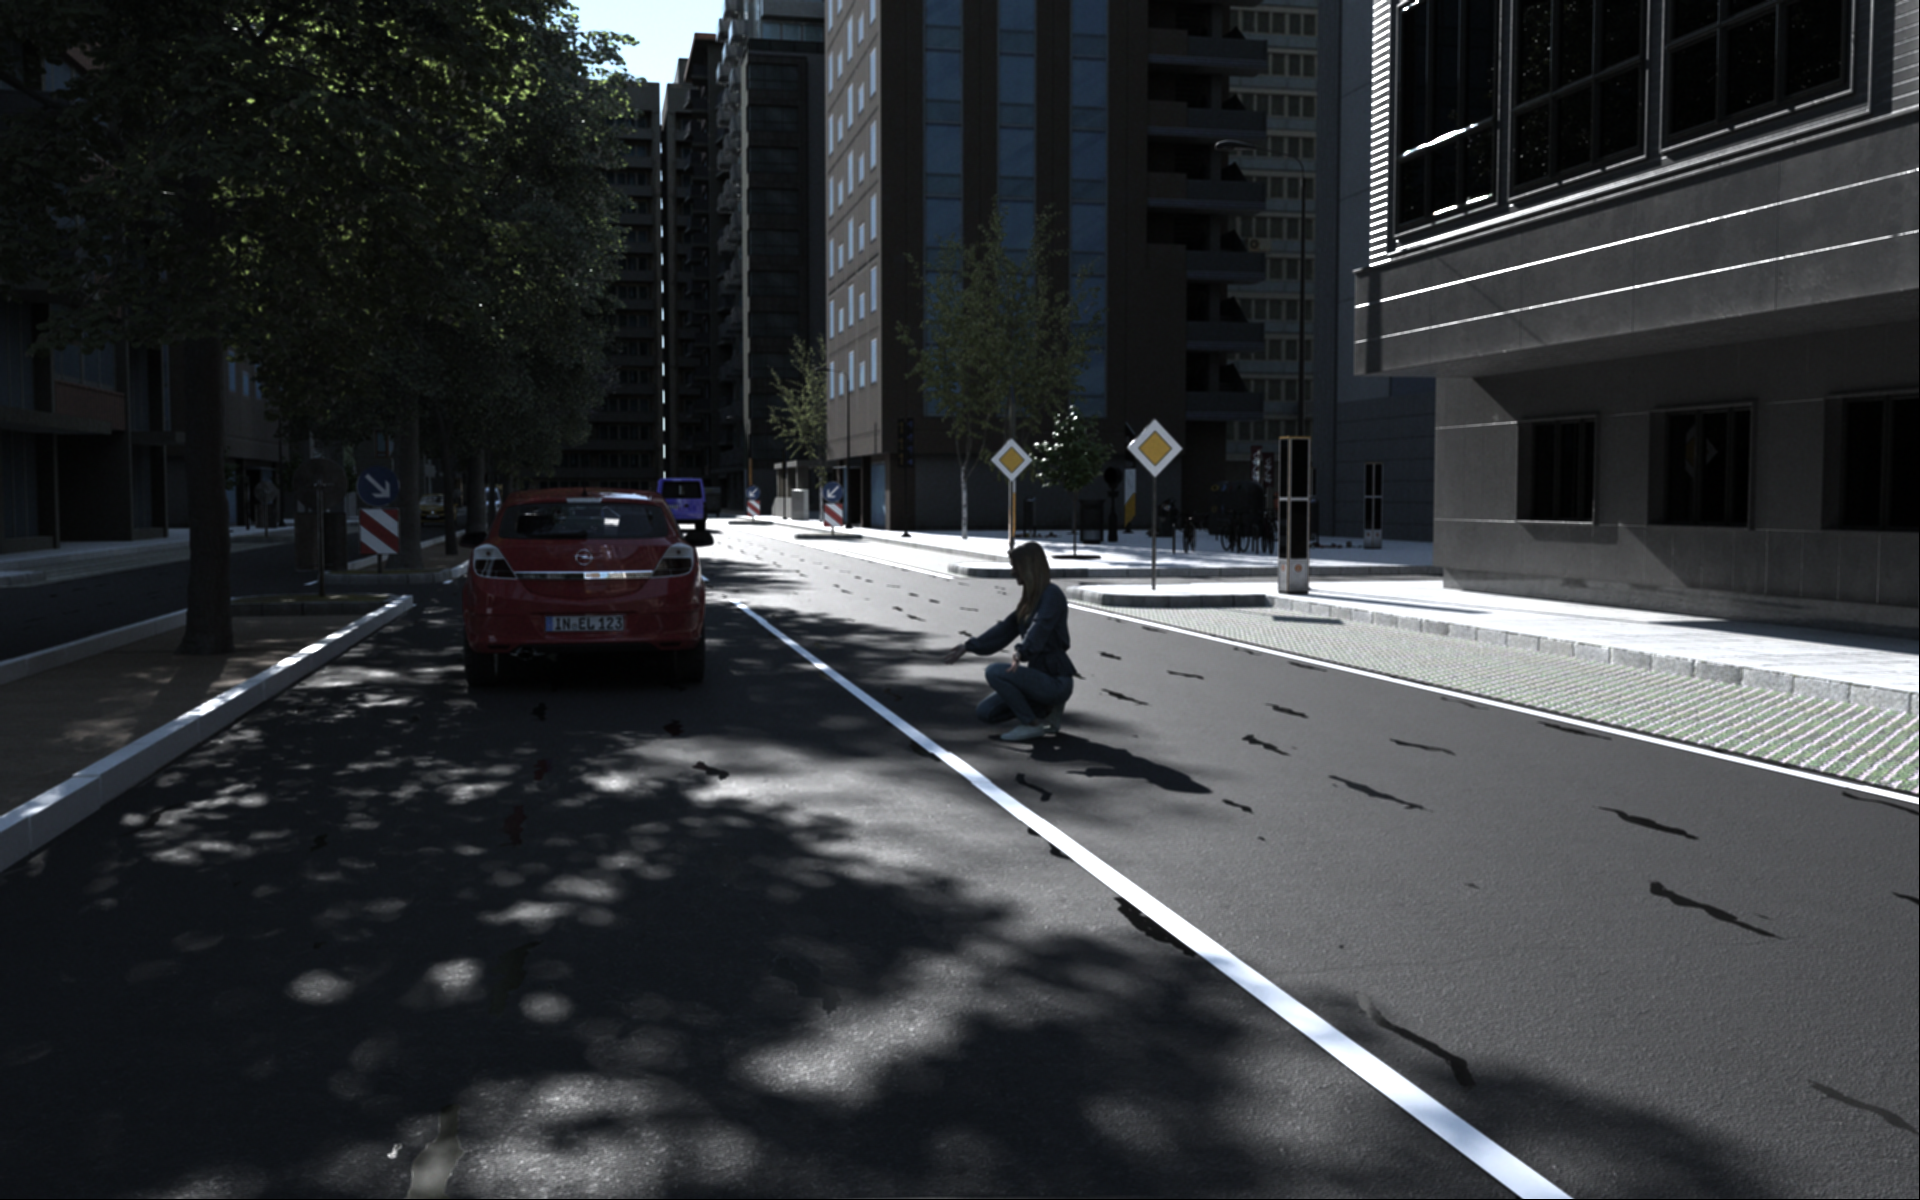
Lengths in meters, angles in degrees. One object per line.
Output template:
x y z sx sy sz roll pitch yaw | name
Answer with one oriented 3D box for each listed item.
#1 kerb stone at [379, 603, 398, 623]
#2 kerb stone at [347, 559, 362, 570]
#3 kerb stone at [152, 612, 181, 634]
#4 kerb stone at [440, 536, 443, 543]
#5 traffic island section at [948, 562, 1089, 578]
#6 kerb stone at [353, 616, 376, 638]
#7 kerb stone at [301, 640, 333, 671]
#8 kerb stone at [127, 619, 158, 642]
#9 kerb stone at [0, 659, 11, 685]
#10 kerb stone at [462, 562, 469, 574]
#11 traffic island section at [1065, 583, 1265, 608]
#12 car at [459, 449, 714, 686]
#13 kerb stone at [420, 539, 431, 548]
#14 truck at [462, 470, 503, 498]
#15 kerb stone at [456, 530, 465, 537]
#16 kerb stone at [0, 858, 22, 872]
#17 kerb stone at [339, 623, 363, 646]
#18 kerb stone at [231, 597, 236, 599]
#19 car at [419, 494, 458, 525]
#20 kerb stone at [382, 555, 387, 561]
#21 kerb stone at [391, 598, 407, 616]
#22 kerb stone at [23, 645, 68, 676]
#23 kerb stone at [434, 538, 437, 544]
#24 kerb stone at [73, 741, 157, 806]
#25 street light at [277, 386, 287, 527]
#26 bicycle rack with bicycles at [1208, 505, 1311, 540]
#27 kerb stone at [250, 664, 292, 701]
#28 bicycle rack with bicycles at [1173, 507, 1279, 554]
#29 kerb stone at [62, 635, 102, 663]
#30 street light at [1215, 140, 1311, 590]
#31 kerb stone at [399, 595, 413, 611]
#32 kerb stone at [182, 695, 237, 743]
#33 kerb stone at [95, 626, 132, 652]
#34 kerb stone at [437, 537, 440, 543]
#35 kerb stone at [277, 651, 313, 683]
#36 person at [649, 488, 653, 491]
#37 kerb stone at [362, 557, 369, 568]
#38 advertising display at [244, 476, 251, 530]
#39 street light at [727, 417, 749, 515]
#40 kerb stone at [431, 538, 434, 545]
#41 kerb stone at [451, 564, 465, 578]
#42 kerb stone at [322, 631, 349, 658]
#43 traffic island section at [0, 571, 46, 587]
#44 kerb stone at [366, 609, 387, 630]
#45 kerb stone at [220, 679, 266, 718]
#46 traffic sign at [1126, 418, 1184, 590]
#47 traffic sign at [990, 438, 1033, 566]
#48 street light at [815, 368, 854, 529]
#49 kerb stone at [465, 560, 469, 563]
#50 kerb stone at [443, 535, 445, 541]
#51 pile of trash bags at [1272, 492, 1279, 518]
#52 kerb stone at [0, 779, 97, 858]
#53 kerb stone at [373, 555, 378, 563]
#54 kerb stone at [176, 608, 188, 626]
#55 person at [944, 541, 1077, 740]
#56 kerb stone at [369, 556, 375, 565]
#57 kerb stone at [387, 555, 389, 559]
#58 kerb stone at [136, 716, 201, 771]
-6.458 0.173 19.439 0.120 0.150 1.000 -1 4 -12 | kerb stone
-11.417 -0.633 32.550 0.120 0.150 1.000 -1 4 -12 | kerb stone
-8.301 0.256 18.005 0.120 0.150 1.000 -1 4 -12 | kerb stone
-15.283 -1.736 50.601 0.120 0.150 1.000 -1 4 -12 | kerb stone
0.935 -0.532 30.974 2.009 0.180 2.903 -1 4 -12 | traffic island section
-6.033 0.294 17.432 0.120 0.150 1.000 -1 4 -12 | kerb stone
-5.385 0.475 14.426 0.120 0.150 1.000 -1 4 -12 | kerb stone
-8.090 0.319 17.005 0.120 0.150 1.000 -1 4 -12 | kerb stone
-7.232 0.562 13.000 0.120 0.150 1.000 -1 4 -12 | kerb stone
-8.928 -0.538 30.990 0.120 0.150 1.000 -1 4 -12 | kerb stone
2.607 -0.054 23.166 2.009 0.180 2.903 -1 4 -12 | traffic island section
-3.122 -0.336 14.531 2.155 1.783 4.494 -1 4 -11 | car
-14.417 -1.492 46.585 0.120 0.150 1.000 -1 4 -12 | kerb stone
-32.172 -7.528 118.999 3.469 3.379 9.791 -1 4 -13 | truck
-17.208 -2.289 59.622 0.120 0.150 1.000 -1 4 -12 | kerb stone
-3.661 0.966 6.395 0.120 0.150 1.000 -1 4 -12 | kerb stone
-5.818 0.356 16.433 0.120 0.150 1.000 -1 4 -12 | kerb stone
-8.942 0.072 21.016 0.120 0.150 1.000 -1 4 -12 | kerb stone
-23.647 -4.150 78.076 2.015 1.641 3.980 -1 4 -13 | car
-12.276 -0.879 36.565 0.120 0.150 1.000 -1 4 -12 | kerb stone
-6.675 0.116 20.442 0.120 0.150 1.000 -1 4 -12 | kerb stone
-7.446 0.504 14.006 0.120 0.150 1.000 -1 4 -12 | kerb stone
-14.851 -1.613 48.602 0.120 0.150 1.000 -1 4 -12 | kerb stone
-4.095 0.844 8.403 0.120 0.150 1.000 -1 4 -12 | kerb stone
-26.042 -5.827 67.815 1.470 5.913 1.316 -1 4 -12 | street light
8.161 -2.073 47.284 2.852 0.926 2.925 0 4 -1 | bicycle rack with bicycles
-4.956 0.598 12.417 0.120 0.150 1.000 -1 4 -12 | kerb stone
5.727 -1.511 38.089 2.852 0.926 2.925 0 4 8 | bicycle rack with bicycles
-7.660 0.443 15.007 0.120 0.150 1.000 -1 4 -12 | kerb stone
4.034 -3.088 23.034 1.470 5.913 1.316 -1 4 -12 | street light
-6.885 0.046 21.445 0.120 0.150 1.000 -1 4 -12 | kerb stone
-4.526 0.721 10.408 0.120 0.150 1.000 -1 4 -12 | kerb stone
-7.874 0.379 16.006 0.120 0.150 1.000 -1 4 -12 | kerb stone
-15.069 -1.671 49.601 0.120 0.150 1.000 -1 4 -12 | kerb stone
-5.172 0.538 13.416 0.120 0.150 1.000 -1 4 -12 | kerb stone
-16.020 -4.933 89.998 0.563 1.720 0.643 -2 4 -31 | person
-11.629 -0.695 33.555 0.120 0.150 1.000 -1 4 -12 | kerb stone
-25.589 -3.486 62.206 0.123 1.923 0.974 -1 4 -19 | advertising display
-13.350 -8.069 104.471 1.470 5.913 1.316 -1 4 -12 | street light
-14.635 -1.554 47.598 0.120 0.150 1.000 -1 4 -12 | kerb stone
-8.721 -0.476 29.986 0.120 0.150 1.000 -1 4 -12 | kerb stone
-5.599 0.414 15.429 0.120 0.150 1.000 -1 4 -12 | kerb stone
-15.829 -0.313 27.404 2.009 0.180 2.903 -1 4 -12 | traffic island section
-6.249 0.230 18.438 0.120 0.150 1.000 -1 4 -12 | kerb stone
-4.747 0.663 11.411 0.120 0.150 1.000 -1 4 -12 | kerb stone
2.586 -1.189 23.084 0.795 2.450 0.064 -1 4 -12 | traffic sign
0.914 -1.667 30.892 0.795 2.450 0.064 -1 4 -12 | traffic sign
-4.656 -5.594 64.000 1.470 5.913 1.316 -1 4 -12 | street light
-9.146 -0.596 31.995 0.120 0.150 1.000 -1 4 -12 | kerb stone
-15.487 -1.799 51.602 0.120 0.150 1.000 -1 4 -12 | kerb stone
13.951 -4.508 83.457 3.447 1.369 1.912 0 4 -1 | pile of trash bags
-3.874 0.912 7.395 0.120 0.150 1.000 -1 4 -12 | kerb stone
-12.060 -0.818 35.565 0.120 0.150 1.000 -1 4 -12 | kerb stone
-8.523 0.197 19.010 0.120 0.150 1.000 -1 4 -12 | kerb stone
0.338 0.236 10.138 0.738 1.151 1.012 0 4 -8 | person
-11.847 -0.748 34.554 0.120 0.150 1.000 -1 4 -12 | kerb stone
-12.493 -0.940 37.564 0.120 0.150 1.000 -1 4 -12 | kerb stone
-4.312 0.783 9.402 0.120 0.150 1.000 -1 4 -12 | kerb stone
